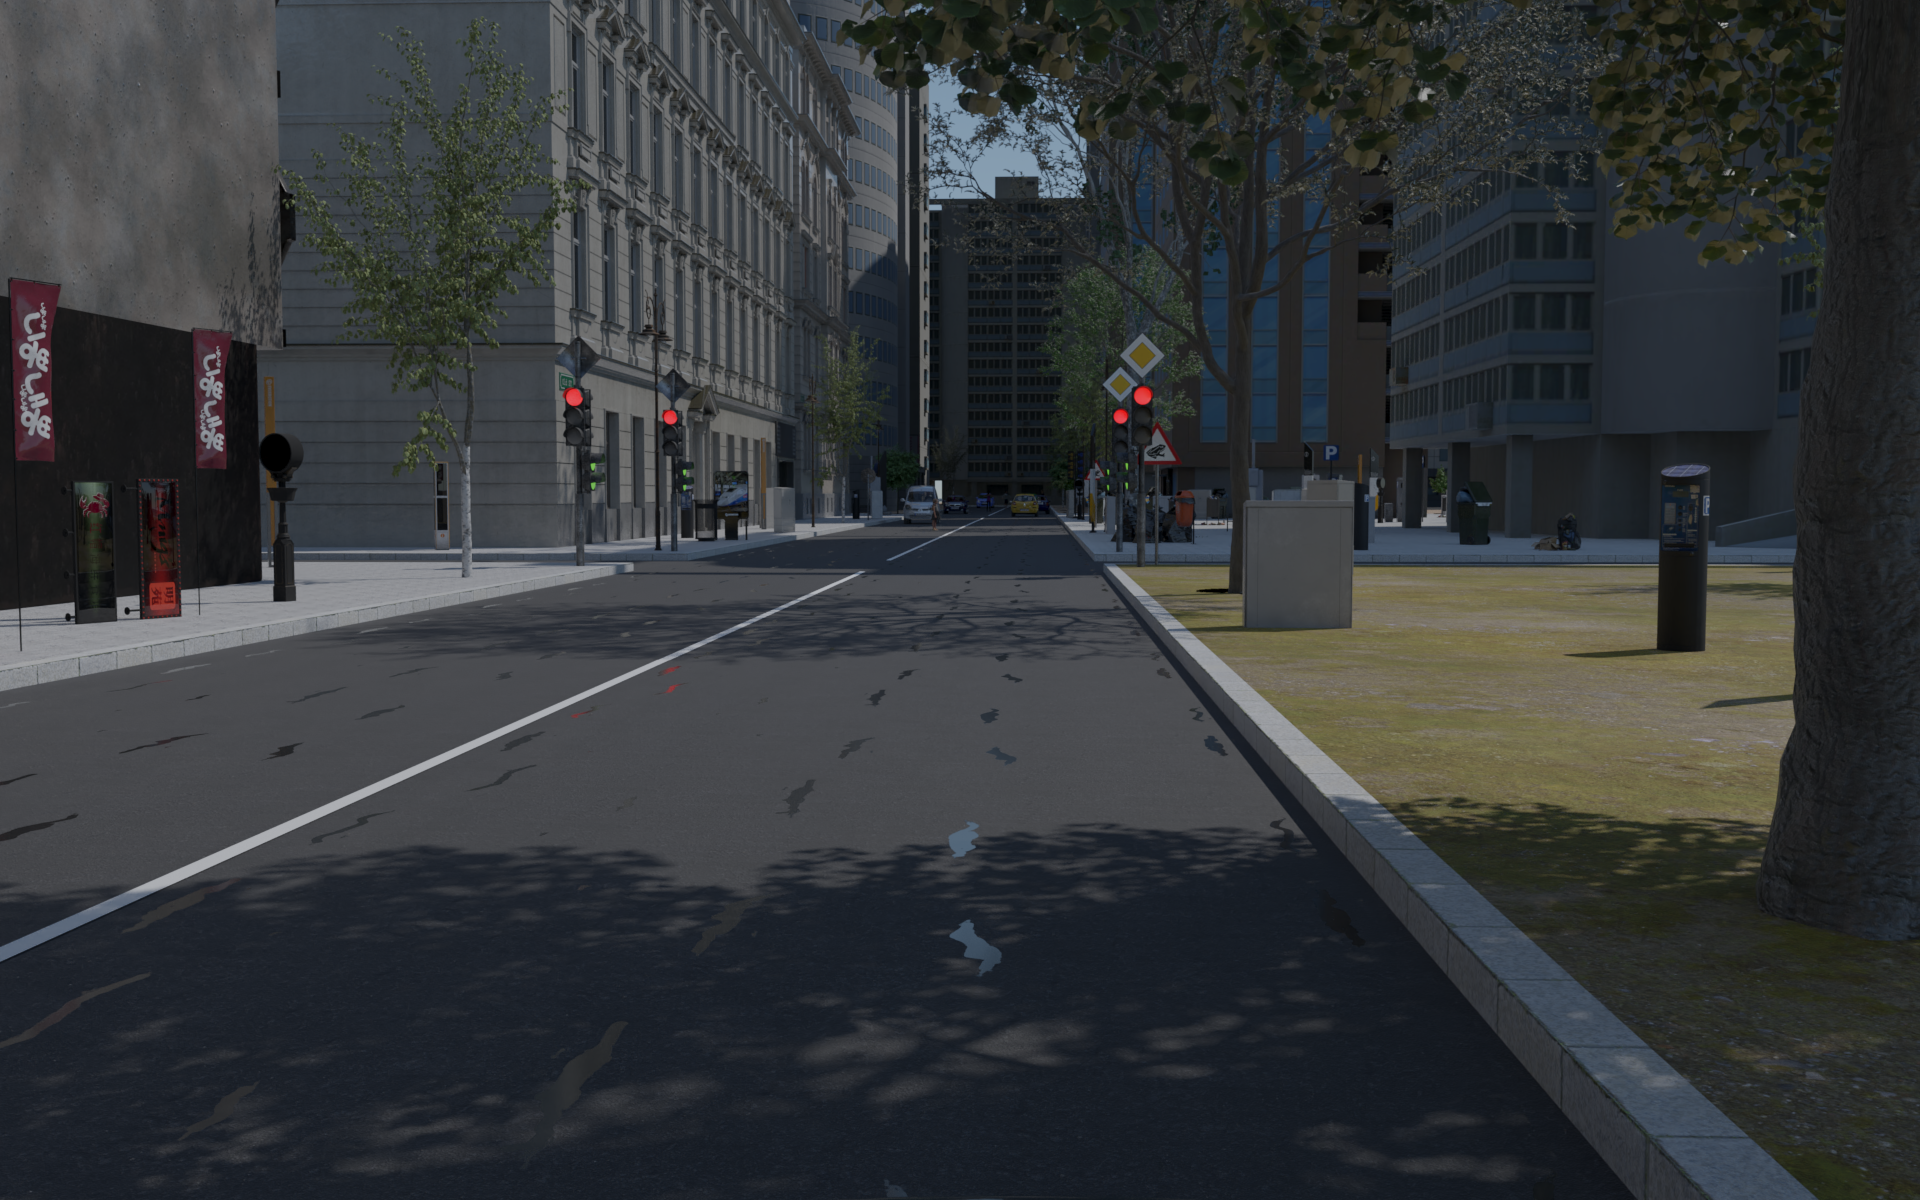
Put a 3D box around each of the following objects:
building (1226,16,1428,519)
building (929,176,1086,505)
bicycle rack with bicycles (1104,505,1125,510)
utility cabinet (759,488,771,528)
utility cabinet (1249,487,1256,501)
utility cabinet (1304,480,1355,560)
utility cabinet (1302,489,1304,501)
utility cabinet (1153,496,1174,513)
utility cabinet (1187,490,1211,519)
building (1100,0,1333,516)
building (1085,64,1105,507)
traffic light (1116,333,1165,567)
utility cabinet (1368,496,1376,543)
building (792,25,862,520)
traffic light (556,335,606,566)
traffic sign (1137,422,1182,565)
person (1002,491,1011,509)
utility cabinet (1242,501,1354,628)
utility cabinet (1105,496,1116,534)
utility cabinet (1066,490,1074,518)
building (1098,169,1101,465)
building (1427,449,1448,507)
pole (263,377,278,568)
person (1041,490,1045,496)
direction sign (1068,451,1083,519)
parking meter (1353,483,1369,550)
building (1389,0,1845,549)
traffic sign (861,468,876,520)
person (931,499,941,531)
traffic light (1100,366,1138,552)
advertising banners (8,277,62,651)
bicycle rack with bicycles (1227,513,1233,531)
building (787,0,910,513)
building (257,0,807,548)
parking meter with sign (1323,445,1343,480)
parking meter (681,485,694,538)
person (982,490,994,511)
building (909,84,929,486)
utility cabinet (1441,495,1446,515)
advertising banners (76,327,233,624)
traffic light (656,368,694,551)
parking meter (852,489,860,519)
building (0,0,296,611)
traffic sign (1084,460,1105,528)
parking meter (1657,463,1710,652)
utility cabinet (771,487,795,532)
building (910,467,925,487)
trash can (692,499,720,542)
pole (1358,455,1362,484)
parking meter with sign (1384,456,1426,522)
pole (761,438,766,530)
[{"bbox_3d":[18.262,-27.270,95.970,14.600,45.320,14.200,0,4,3],"label":"building"},{"bbox_3d":[6.952,-31.967,214.534,23.993,40.220,32.217,0,4,3],"label":"building"},{"bbox_3d":[9.254,-4.882,93.204,2.852,0.926,2.925,-1,4,-14],"label":"bicycle rack with bicycles"},{"bbox_3d":[-6.908,-3.406,64.375,1.173,1.500,0.318,-3,5,-43],"label":"utility cabinet"},{"bbox_3d":[9.039,-2.764,53.872,0.318,1.500,1.173,0,4,7],"label":"utility cabinet"},{"bbox_3d":[5.912,-1.160,27.637,0.318,1.500,1.173,-1,4,-12],"label":"utility cabinet"},{"bbox_3d":[14.237,-3.699,69.164,1.173,1.500,0.318,3,4,36],"label":"utility cabinet"},{"bbox_3d":[6.573,-2.646,54.422,1.020,1.237,0.306,1,4,9],"label":"utility cabinet"},{"bbox_3d":[12.095,-4.825,87.570,1.173,1.500,0.318,2,4,27],"label":"utility cabinet"},{"bbox_3d":[16.924,-28.723,119.728,14.600,45.320,14.200,0,4,3],"label":"building"},{"bbox_3d":[22.934,-38.457,170.768,21.231,58.520,28.212,0,4,3],"label":"building"},{"bbox_3d":[3.158,-2.531,30.307,0.839,4.253,0.868,0,4,3],"label":"traffic light"},{"bbox_3d":[10.563,-2.091,45.344,0.306,1.237,1.020,2,4,32],"label":"utility cabinet"},{"bbox_3d":[-13.456,-18.871,95.929,14.401,28.519,23.554,0,4,3],"label":"building"},{"bbox_3d":[-6.744,-2.557,30.731,0.839,4.253,0.868,0,4,3],"label":"traffic light"},{"bbox_3d":[3.556,-1.913,31.274,0.884,2.594,0.081,0,4,5],"label":"traffic sign"},{"bbox_3d":[4.619,-9.920,171.480,1.217,1.735,0.721,-3,4,-38],"label":"person"},{"bbox_3d":[3.250,-0.338,16.691,1.020,1.237,0.306,0,4,5],"label":"utility cabinet"},{"bbox_3d":[4.835,-2.717,55.582,0.306,1.237,1.020,0,4,2],"label":"utility cabinet"},{"bbox_3d":[5.890,-5.145,92.796,0.318,1.500,1.173,0,4,-3],"label":"utility cabinet"},{"bbox_3d":[22.822,-31.936,141.754,23.786,49.044,30.456,0,4,3],"label":"building"},{"bbox_3d":[51.403,-46.962,206.088,20.611,71.187,20.563,0,4,3],"label":"building"},{"bbox_3d":[-12.014,-2.223,30.195,0.158,3.312,0.155,0,3,0],"label":"pole"},{"bbox_3d":[7.315,-8.931,154.529,0.705,1.822,1.348,-2,4,-27],"label":"person"},{"bbox_3d":[6.053,-6.041,90.763,0.876,3.537,0.379,2,4,23],"label":"direction sign"},{"bbox_3d":[9.148,-1.906,39.572,0.372,1.533,0.369,0,3,0],"label":"parking meter"},{"bbox_3d":[27.466,-22.176,54.458,23.993,40.220,32.217,0,4,3],"label":"building"},{"bbox_3d":[-4.501,-5.183,84.845,0.768,2.556,0.104,1,4,12],"label":"traffic sign"},{"bbox_3d":[-0.935,-3.341,67.800,0.373,1.253,0.362,2,4,27],"label":"person"},{"bbox_3d":[3.514,-3.019,38.284,0.839,4.253,0.868,0,4,3],"label":"traffic light"},{"bbox_3d":[-7.809,-1.061,13.535,0.090,3.025,2.074,1,4,18],"label":"advertising banners"},{"bbox_3d":[10.616,-2.806,59.259,2.925,0.926,2.852,-3,4,-38],"label":"bicycle rack with bicycles"},{"bbox_3d":[-15.247,-35.809,127.472,21.231,58.520,28.212,0,4,3],"label":"building"},{"bbox_3d":[-16.527,-17.480,62.212,17.030,29.872,44.131,0,4,3],"label":"building"},{"bbox_3d":[13.530,-4.046,62.409,0.543,3.016,1.738,2,4,23],"label":"parking meter with sign"},{"bbox_3d":[-7.946,-2.571,50.442,0.372,1.533,0.369,0,3,0],"label":"parking meter"},{"bbox_3d":[2.387,-8.182,142.958,1.217,1.739,0.721,1,4,14],"label":"person"},{"bbox_3d":[-14.297,-33.850,177.157,21.600,48.544,21.300,0,4,3],"label":"building"},{"bbox_3d":[29.849,-5.811,106.165,0.306,1.237,1.020,3,5,39],"label":"utility cabinet"},{"bbox_3d":[-8.269,-1.320,17.774,0.090,3.025,2.074,2,4,26],"label":"advertising banners"},{"bbox_3d":[-6.388,-3.045,38.708,0.839,4.253,0.868,0,4,3],"label":"traffic light"},{"bbox_3d":[-5.326,-4.915,88.769,0.372,1.533,0.369,0,3,0],"label":"parking meter"},{"bbox_3d":[-18.820,-9.335,20.087,16.811,18.784,16.820,0,4,3],"label":"building"},{"bbox_3d":[5.157,-4.015,65.647,0.884,2.594,0.081,1,4,10],"label":"traffic sign"},{"bbox_3d":[5.935,-0.355,14.213,0.372,1.533,0.369,0,3,0],"label":"parking meter"},{"bbox_3d":[-5.862,-3.013,57.948,0.318,1.500,1.173,1,4,16],"label":"utility cabinet"},{"bbox_3d":[-13.624,-43.636,151.697,20.563,71.187,20.611,0,4,3],"label":"building"},{"bbox_3d":[-6.879,-2.159,46.958,0.748,1.137,0.748,0,3,0],"label":"trash can"},{"bbox_3d":[20.608,-5.840,89.328,0.158,3.312,0.155,0,3,0],"label":"pole"},{"bbox_3d":[20.332,-5.073,79.211,1.738,3.016,0.543,0,4,5],"label":"parking meter with sign"},{"bbox_3d":[-7.111,-4.210,62.672,0.158,3.312,0.155,0,3,0],"label":"pole"}]
